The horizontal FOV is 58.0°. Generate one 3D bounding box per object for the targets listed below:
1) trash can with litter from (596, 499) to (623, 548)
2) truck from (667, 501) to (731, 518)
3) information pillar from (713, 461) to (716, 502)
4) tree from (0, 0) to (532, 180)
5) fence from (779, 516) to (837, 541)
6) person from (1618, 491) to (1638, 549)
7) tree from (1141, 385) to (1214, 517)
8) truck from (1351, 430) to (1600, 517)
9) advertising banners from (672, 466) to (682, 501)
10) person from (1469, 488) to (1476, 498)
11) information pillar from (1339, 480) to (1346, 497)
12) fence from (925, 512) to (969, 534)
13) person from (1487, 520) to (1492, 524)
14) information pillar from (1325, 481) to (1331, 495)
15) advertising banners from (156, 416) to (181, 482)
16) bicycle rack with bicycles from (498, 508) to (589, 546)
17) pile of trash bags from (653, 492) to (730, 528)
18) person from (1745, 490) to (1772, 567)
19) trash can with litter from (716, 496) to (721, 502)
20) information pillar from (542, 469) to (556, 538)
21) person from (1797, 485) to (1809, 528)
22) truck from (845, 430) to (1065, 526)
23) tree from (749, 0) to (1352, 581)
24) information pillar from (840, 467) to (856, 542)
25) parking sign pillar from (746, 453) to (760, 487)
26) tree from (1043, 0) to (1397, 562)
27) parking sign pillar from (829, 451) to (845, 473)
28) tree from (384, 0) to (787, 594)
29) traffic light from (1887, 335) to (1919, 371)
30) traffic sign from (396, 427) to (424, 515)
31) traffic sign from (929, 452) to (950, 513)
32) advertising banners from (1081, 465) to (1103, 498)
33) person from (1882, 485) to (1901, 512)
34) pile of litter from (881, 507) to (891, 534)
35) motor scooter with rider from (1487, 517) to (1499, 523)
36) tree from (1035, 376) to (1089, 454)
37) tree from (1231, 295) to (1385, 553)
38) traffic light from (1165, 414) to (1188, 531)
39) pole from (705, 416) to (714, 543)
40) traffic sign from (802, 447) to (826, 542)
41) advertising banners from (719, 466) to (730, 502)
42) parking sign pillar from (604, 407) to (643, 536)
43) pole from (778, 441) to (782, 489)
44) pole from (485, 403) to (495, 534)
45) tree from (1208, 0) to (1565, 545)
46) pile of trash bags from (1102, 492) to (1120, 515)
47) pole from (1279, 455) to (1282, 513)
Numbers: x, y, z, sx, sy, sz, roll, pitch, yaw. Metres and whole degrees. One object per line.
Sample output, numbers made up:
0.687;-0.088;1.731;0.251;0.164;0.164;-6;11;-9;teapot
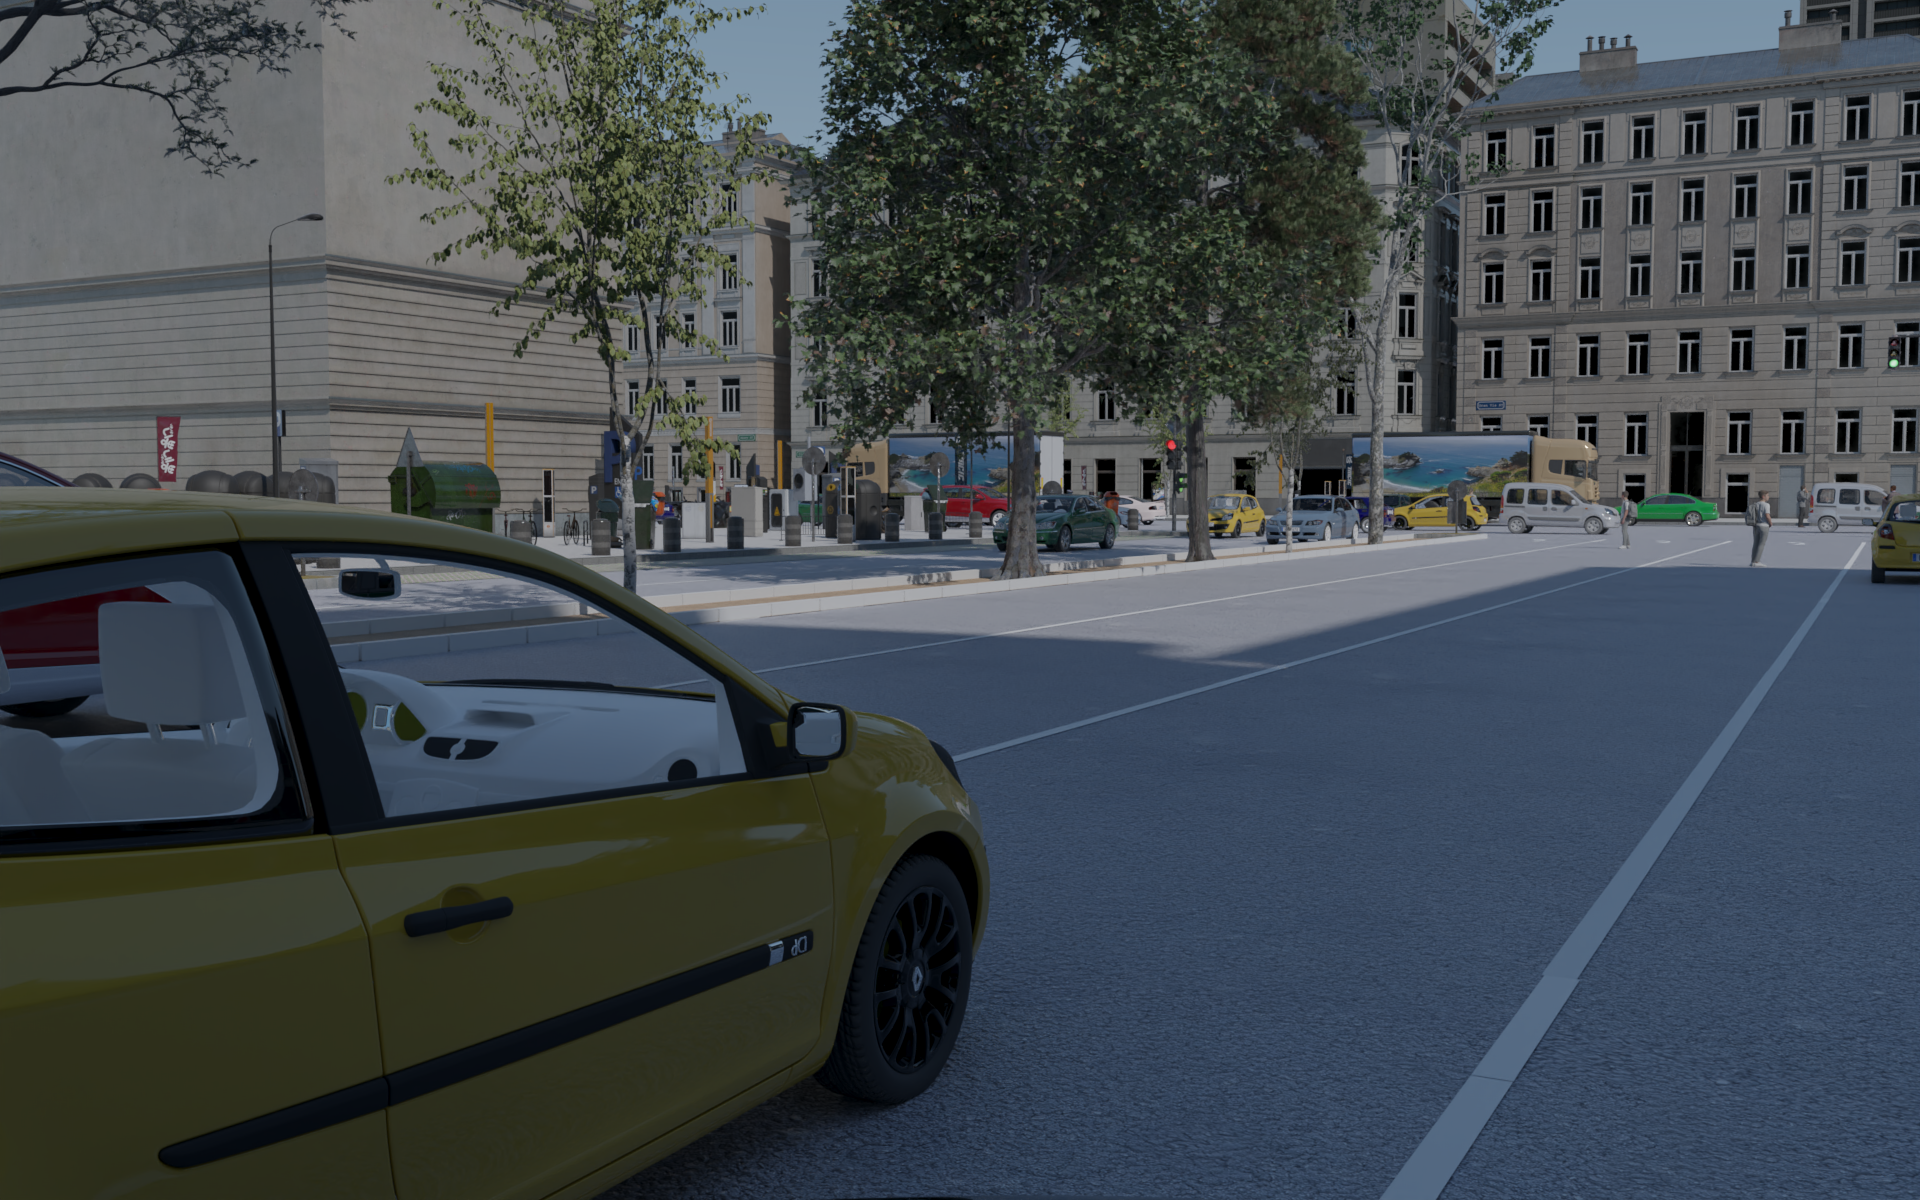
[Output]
-8.318;-1.839;41.456;0.624;1.170;1.055;-2;4;-30;trash can with litter
-21.826;-7.109;105.993;18.799;4.110;2.967;2;4;29;truck
-15.531;-7.164;108.484;0.183;3.616;0.504;3;5;43;information pillar
-8.224;-6.021;11.275;12.009;13.543;11.850;0;3;0;tree
-3.932;-1.975;47.662;2.069;0.683;0.278;0;4;-1;fence
17.460;-2.100;45.434;0.523;1.515;0.503;0;4;-7;person
11.807;-8.958;96.823;4.737;8.622;4.395;0;3;0;tree
23.526;-5.460;78.177;11.283;4.237;2.839;2;4;27;truck
-17.794;-6.892;108.872;0.090;3.025;2.074;-2;4;-26;advertising banners
21.906;-3.960;74.250;0.512;1.701;0.522;2;4;29;person
20.205;-5.323;91.524;0.304;2.012;0.304;2;4;27;information pillar
-0.366;-2.490;56.087;0.278;0.683;2.069;-3;5;-42;fence
25.324;-4.585;83.733;0.850;1.792;0.678;0;4;-4;person
21.110;-5.807;99.433;0.304;2.012;0.304;1;4;22;information pillar
-18.506;-2.607;38.813;2.074;3.025;0.090;0;4;-7;advertising banners
-10.440;-1.840;43.470;2.852;0.926;2.925;-1;4;-8;bicycle rack with bicycles
-10.318;-3.445;66.083;3.447;1.369;1.912;1;4;21;pile of trash bags
15.780;-1.414;34.219;0.503;1.515;0.523;3;4;36;person
-16.602;-6.450;116.845;1.055;1.170;0.624;1;4;20;trash can with litter
-12.070;-2.836;50.860;0.304;2.012;0.304;0;4;-2;information pillar
36.092;-4.006;74.187;0.473;1.802;0.592;2;4;27;person
-0.737;-5.573;80.036;11.283;4.237;2.839;2;4;30;truck
1.081;-6.653;28.236;9.611;12.733;9.660;0;3;0;tree
-3.005;-2.571;46.527;0.304;2.012;0.304;-3;4;-37;information pillar
-13.763;-7.746;115.112;1.447;3.967;1.447;-2;4;-31;parking sign pillar
4.941;-7.721;36.112;7.806;13.903;7.818;0;3;0;tree
-7.466;-7.283;107.542;1.447;3.967;1.447;-1;4;-19;parking sign pillar
-3.713;-4.024;18.604;4.737;8.622;4.395;0;3;0;tree
28.645;-4.521;48.584;4.771;5.953;1.251;2;4;28;traffic light
-10.718;-2.060;33.683;0.884;2.594;0.081;3;4;38;traffic sign
-0.643;-3.201;52.436;0.768;2.556;0.104;3;4;37;traffic sign
7.995;-6.655;105.003;0.090;3.025;2.074;-2;4;-35;advertising banners
30.882;-2.941;57.398;0.655;1.722;0.431;0;4;-8;person
-2.693;-2.610;56.640;1.176;0.858;1.719;0;4;-1;pile of litter
25.250;-4.426;81.332;1.986;1.779;0.876;2;4;28;motor scooter with rider
5.183;-9.085;98.903;4.737;8.622;4.395;0;3;0;tree
8.013;-5.432;41.629;4.360;8.622;3.978;0;3;0;tree
7.464;-4.357;60.153;0.839;4.253;0.868;2;4;28;traffic light
-6.604;-3.167;45.619;0.158;3.312;0.155;0;3;0;pole
-3.952;-2.843;46.590;0.768;2.556;0.104;2;4;29;traffic sign
-14.635;-6.914;109.232;0.090;3.025;2.074;2;4;26;advertising banners
-10.332;-3.957;53.164;1.447;3.967;1.447;2;4;35;parking sign pillar
-6.869;-4.418;66.079;0.158;3.312;0.155;0;3;0;pole
-10.512;-2.746;38.742;0.158;3.312;0.155;0;3;0;pole
11.014;-11.685;49.400;12.611;20.169;13.585;0;3;0;tree
4.094;-3.128;60.901;3.447;1.369;1.912;-2;4;-25;pile of trash bags
16.615;-5.868;89.784;0.158;3.312;0.155;0;3;0;pole
